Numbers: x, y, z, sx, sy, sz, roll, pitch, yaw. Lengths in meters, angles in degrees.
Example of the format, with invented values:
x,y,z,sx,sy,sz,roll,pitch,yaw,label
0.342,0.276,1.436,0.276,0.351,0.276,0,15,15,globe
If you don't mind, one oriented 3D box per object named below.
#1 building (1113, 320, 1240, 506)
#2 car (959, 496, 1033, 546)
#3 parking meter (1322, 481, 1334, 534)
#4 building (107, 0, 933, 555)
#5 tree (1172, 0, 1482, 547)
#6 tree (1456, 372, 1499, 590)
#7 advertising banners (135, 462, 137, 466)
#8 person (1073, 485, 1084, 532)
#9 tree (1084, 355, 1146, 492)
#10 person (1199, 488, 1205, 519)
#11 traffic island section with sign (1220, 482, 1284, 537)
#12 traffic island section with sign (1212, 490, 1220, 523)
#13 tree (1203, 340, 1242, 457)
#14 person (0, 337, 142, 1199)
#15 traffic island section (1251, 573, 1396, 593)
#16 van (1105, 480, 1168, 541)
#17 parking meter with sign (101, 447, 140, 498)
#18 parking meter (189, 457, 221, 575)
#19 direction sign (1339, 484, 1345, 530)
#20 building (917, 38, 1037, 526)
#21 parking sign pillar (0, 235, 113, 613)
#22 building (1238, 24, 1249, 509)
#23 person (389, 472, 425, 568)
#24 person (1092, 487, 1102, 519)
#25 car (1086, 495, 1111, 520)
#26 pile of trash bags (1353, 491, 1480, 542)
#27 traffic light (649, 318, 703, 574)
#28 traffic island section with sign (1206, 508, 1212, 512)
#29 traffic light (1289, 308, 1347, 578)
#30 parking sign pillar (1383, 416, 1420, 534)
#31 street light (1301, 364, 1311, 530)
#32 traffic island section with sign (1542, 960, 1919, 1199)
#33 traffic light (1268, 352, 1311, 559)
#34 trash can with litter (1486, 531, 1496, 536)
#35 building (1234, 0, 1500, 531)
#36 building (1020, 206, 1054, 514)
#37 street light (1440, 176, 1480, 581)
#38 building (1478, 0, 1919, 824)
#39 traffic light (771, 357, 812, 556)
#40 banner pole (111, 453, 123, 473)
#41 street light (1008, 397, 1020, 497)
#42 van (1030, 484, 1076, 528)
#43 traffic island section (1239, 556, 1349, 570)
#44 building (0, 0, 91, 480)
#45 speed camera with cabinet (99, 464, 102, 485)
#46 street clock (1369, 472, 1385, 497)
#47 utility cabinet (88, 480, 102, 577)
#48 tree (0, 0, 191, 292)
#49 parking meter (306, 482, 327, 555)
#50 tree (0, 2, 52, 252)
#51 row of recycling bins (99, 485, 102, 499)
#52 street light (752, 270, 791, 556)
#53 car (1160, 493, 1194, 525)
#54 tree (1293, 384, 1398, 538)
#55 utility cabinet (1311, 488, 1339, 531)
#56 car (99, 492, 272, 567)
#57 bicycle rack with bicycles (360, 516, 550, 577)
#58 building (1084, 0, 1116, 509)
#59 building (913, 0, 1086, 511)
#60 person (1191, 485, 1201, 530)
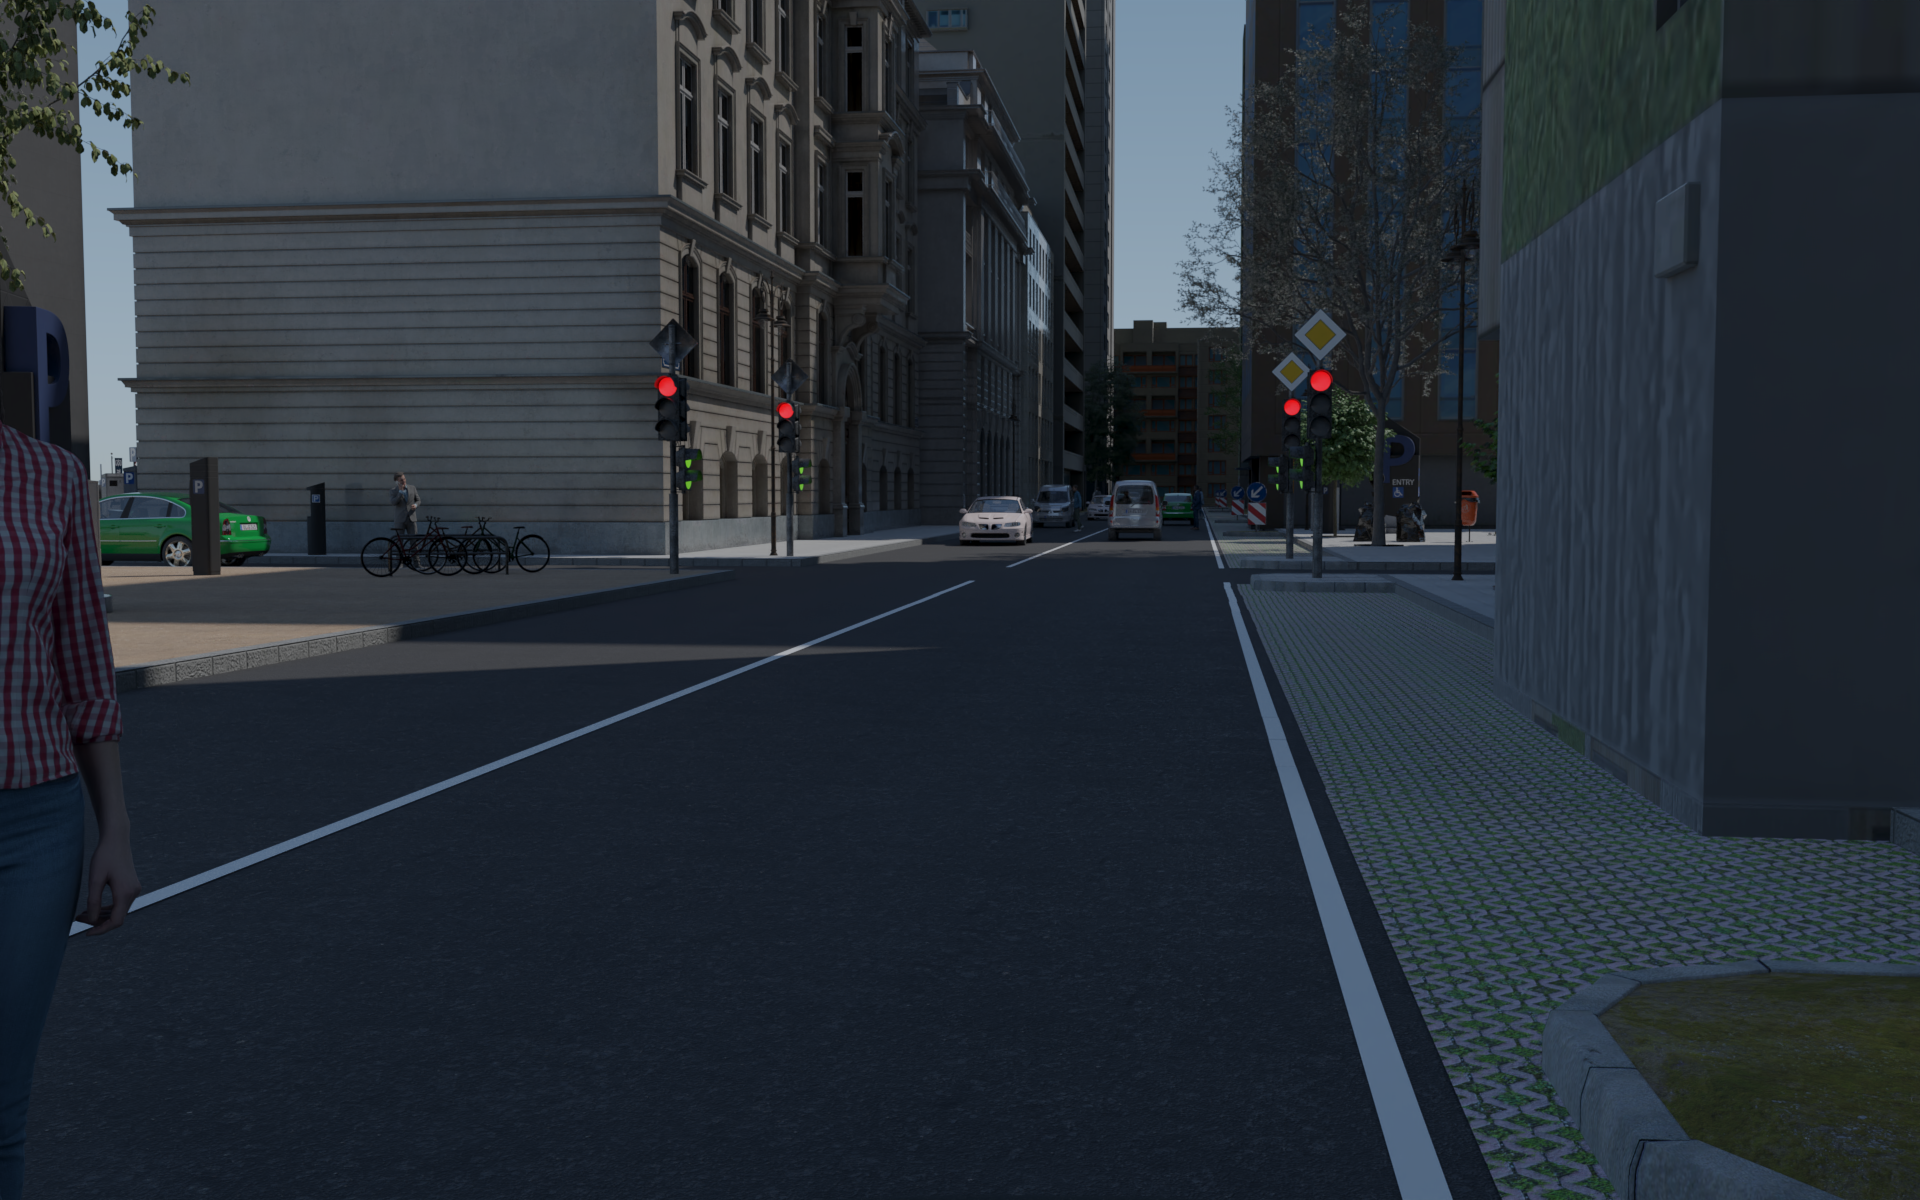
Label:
x,y,z,sx,sy,sz,roll,pitch,yaw,label
22.764,-22.113,206.580,28.899,21.520,27.650,0,4,8,building
1.082,-2.290,49.804,2.083,1.381,4.827,0,4,6,car
11.915,-3.082,56.098,0.255,1.863,0.399,-2,4,-33,parking meter
-8.979,-14.304,52.952,14.460,24.649,34.723,0,4,8,building
10.302,-8.073,42.368,12.009,13.543,11.850,0,3,0,tree
7.677,-1.742,23.090,1.663,3.219,1.824,0,3,0,tree
-40.284,-5.379,84.129,0.090,3.025,2.074,0,4,-7,advertising banners
4.508,-3.499,66.047,0.444,1.785,0.601,0,4,6,person
12.626,-15.489,159.906,9.857,13.997,8.962,0,3,0,tree
14.054,-5.643,101.023,0.793,1.790,0.793,3,5,44,person
9.932,-3.066,58.764,1.989,1.847,2.006,0,4,8,traffic island section with sign
13.577,-4.700,85.473,1.989,1.847,2.006,0,4,8,traffic island section with sign
19.975,-11.558,114.734,9.928,11.665,9.643,0,3,0,tree
-1.484,0.368,2.499,0.388,1.821,0.555,2,4,34,person
5.482,-0.257,26.484,2.009,0.180,2.903,0,4,8,traffic island section
5.567,-2.925,54.829,2.013,2.044,4.112,0,4,7,van
-31.128,-4.119,63.599,0.543,3.016,1.738,3,5,39,parking meter with sign
-11.946,-1.326,27.398,0.399,1.863,0.255,1,4,21,parking meter
13.451,-4.231,61.181,0.876,3.537,0.379,-1,4,-13,direction sign
-4.109,-14.690,81.979,13.314,21.916,24.055,0,4,8,building
-9.886,-1.834,18.451,1.447,3.967,1.447,-1,4,-11,parking sign pillar
31.970,-28.766,153.912,14.154,41.232,14.086,0,4,8,building
-10.372,-1.482,32.542,0.655,1.846,0.447,-3,4,-36,person
7.995,-5.615,100.399,0.679,1.850,0.850,2,4,30,person
8.027,-5.100,95.751,2.083,1.381,4.827,0,4,7,car
12.299,-2.267,46.811,3.447,1.369,1.912,2,4,31,pile of trash bags
-4.576,-2.374,27.728,0.839,4.253,0.868,0,4,8,traffic light
20.431,-7.756,135.440,1.989,1.847,2.006,0,4,8,traffic island section with sign
5.444,-2.291,26.375,0.839,4.253,0.868,0,4,8,traffic light
14.334,-4.165,56.565,1.447,3.967,1.447,1,4,20,parking sign pillar
12.362,-5.429,61.547,0.468,5.910,1.993,0,4,8,street light
2.371,0.302,3.688,1.989,1.847,2.006,0,4,8,traffic island section with sign
6.529,-2.775,34.287,0.839,4.253,0.868,0,4,8,traffic light
16.955,-2.618,53.860,1.678,1.210,2.233,3,5,45,trash can with litter
18.521,-25.601,68.692,14.600,45.320,14.200,0,4,8,building
-0.350,-15.149,102.438,10.420,20.320,16.860,0,4,8,building
7.398,-3.229,25.579,0.468,5.910,1.993,0,4,8,street light
10.967,-20.071,11.759,14.154,41.232,14.086,0,4,8,building
-3.491,-2.857,35.639,0.839,4.253,0.868,0,4,8,traffic light
-51.129,-7.031,104.971,0.401,3.779,0.863,3,5,39,banner pole
2.565,-6.722,82.699,0.468,5.910,1.993,0,4,8,street light
4.093,-4.152,74.902,2.013,2.044,4.112,0,4,8,van
6.567,-0.741,34.395,2.009,0.180,2.903,0,4,8,traffic island section
-39.245,-15.489,46.757,24.014,27.812,14.314,0,4,8,building
-55.953,-7.288,113.496,0.660,3.252,2.038,-2,4,-34,speed camera with cabinet
12.944,-3.014,53.848,0.471,2.002,0.358,1,4,16,street clock
-12.950,-1.045,25.766,0.318,1.500,1.173,-2,4,-27,utility cabinet
-7.781,-3.784,12.228,4.737,8.622,4.395,0,3,0,tree
-13.540,-1.714,36.433,0.372,1.533,0.369,0,3,0,parking meter
-13.307,-4.337,21.279,4.360,8.622,3.978,0,3,0,tree
-38.095,-4.108,74.279,1.069,1.692,3.534,2,4,32,row of recycling bins
-3.885,-3.862,35.940,0.468,5.910,1.993,0,4,8,street light
10.112,-4.386,80.514,1.959,1.807,4.718,0,4,6,car
11.306,-4.157,51.676,4.285,4.588,4.351,0,3,0,tree
12.592,-3.126,59.787,1.173,1.500,0.318,-3,5,-40,utility cabinet
-15.457,-1.457,32.616,4.718,1.807,1.959,1,4,9,car
-8.124,-0.894,27.994,2.925,0.926,2.852,-1,4,-18,bicycle rack with bicycles
5.007,-45.124,176.022,20.611,71.187,20.563,0,4,8,building
-2.510,-30.468,121.857,21.300,48.544,21.600,0,4,8,building
9.518,-3.735,69.754,0.419,1.800,0.721,0,4,1,person
